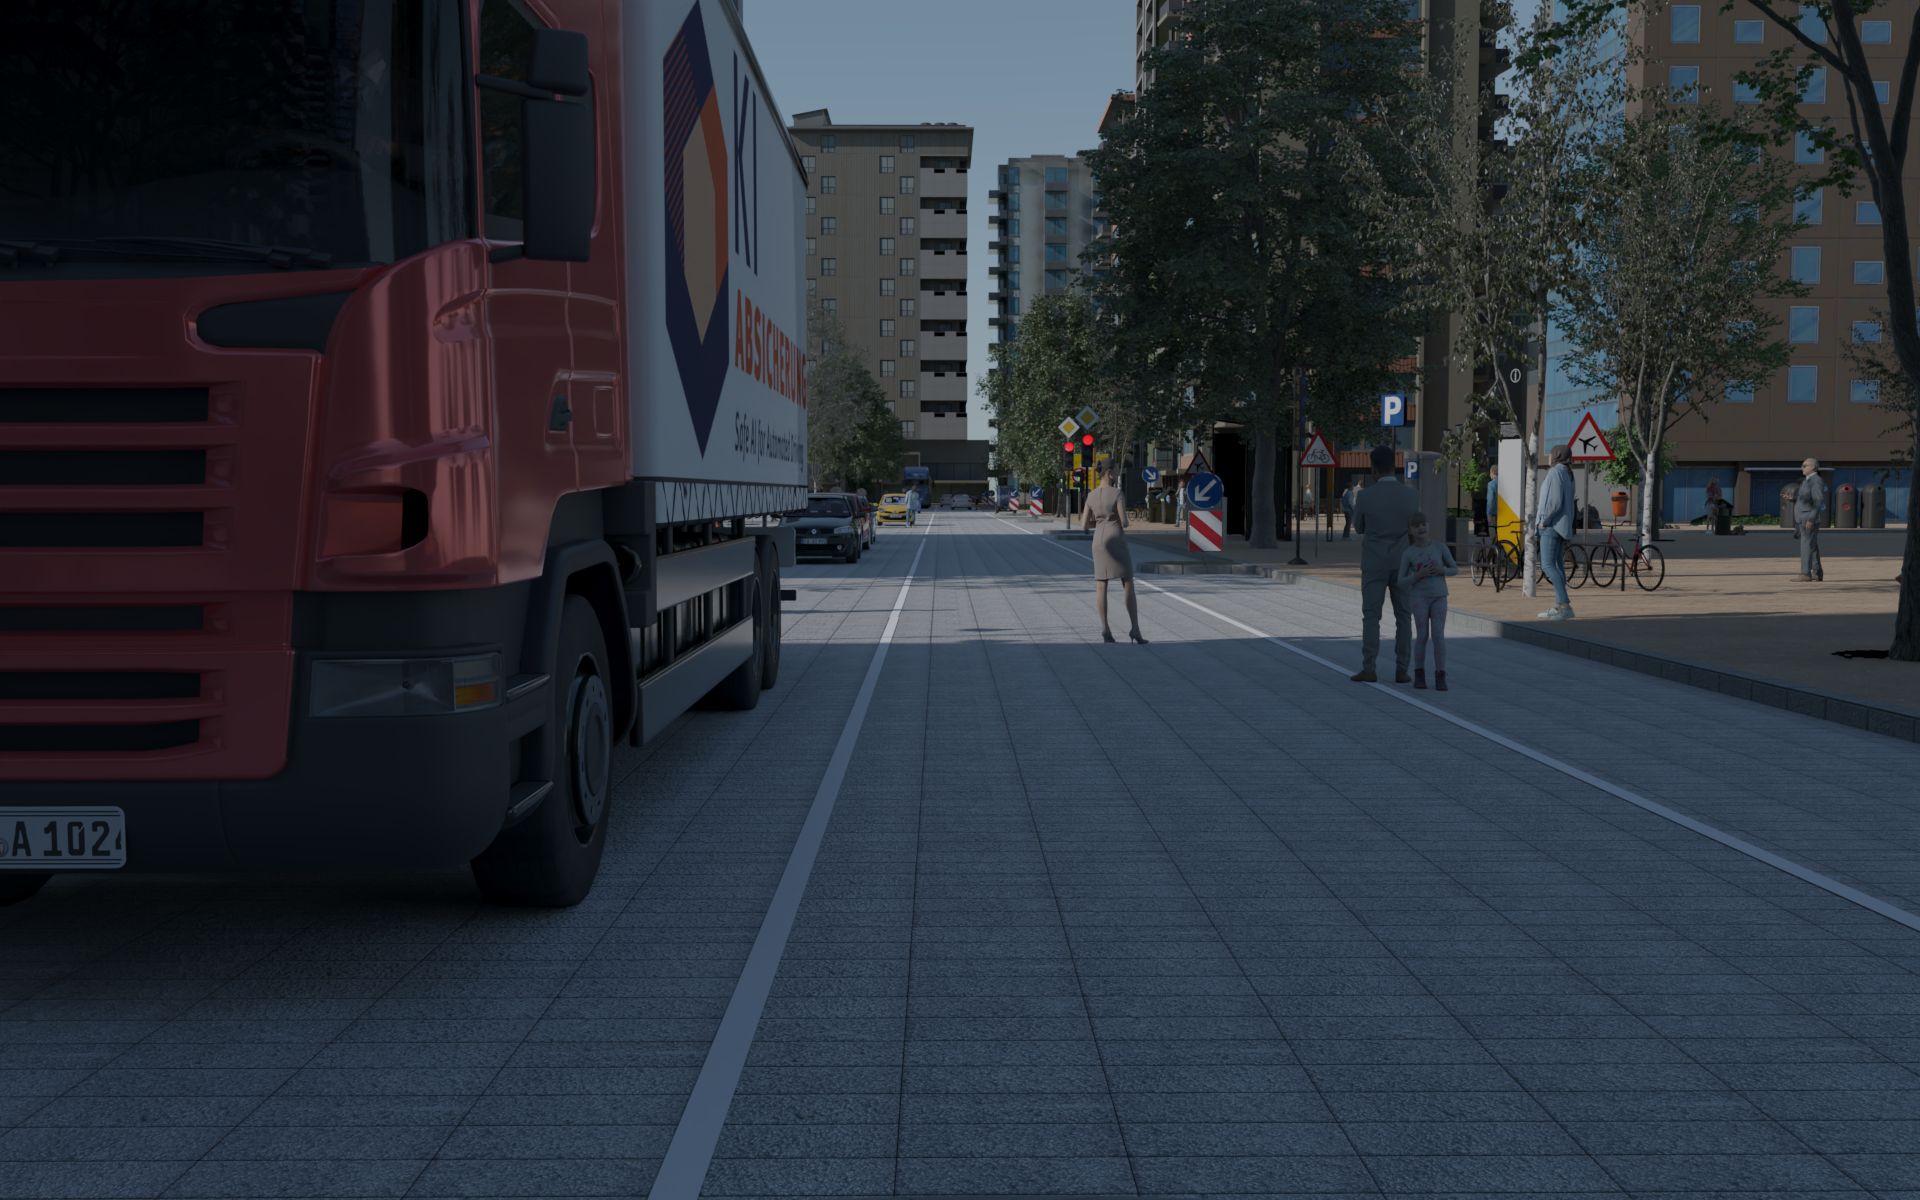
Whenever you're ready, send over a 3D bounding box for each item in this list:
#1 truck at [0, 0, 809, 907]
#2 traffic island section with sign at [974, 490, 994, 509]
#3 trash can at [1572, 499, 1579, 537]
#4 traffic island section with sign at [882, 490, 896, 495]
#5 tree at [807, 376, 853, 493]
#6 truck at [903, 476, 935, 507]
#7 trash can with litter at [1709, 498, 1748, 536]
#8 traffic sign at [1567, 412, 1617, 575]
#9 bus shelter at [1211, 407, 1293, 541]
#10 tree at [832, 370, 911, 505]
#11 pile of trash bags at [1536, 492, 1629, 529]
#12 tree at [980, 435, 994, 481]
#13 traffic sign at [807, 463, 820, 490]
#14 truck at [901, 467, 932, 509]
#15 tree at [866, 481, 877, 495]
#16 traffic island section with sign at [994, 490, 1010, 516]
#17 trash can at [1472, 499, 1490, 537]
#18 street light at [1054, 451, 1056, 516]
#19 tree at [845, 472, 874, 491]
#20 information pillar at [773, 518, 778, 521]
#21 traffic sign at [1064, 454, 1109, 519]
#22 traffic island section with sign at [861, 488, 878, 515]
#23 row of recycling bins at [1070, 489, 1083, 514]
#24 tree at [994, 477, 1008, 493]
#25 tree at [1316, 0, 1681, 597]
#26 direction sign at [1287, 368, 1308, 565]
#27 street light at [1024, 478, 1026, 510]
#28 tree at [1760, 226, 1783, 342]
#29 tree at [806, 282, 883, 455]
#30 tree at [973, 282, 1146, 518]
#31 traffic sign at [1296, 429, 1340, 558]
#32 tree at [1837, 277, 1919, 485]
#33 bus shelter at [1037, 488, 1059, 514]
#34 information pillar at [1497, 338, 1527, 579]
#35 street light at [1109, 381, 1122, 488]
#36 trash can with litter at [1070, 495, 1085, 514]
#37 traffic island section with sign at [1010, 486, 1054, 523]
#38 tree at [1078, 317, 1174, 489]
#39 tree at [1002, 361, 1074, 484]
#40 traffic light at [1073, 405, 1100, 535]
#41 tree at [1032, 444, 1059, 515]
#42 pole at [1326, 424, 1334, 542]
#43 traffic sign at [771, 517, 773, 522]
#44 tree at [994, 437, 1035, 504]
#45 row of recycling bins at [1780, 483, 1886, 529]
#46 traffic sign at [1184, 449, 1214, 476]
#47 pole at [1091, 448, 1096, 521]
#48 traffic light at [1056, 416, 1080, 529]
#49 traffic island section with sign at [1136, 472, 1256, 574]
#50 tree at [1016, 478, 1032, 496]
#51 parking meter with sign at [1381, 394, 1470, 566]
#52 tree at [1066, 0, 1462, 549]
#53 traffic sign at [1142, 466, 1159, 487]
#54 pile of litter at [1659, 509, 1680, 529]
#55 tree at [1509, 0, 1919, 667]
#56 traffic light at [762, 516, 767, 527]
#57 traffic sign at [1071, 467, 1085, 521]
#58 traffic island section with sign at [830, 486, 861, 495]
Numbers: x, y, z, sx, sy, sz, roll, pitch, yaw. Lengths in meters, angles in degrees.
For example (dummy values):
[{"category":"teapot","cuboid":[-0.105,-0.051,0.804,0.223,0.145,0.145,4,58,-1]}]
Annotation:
[{"category":"truck","cuboid":[-2.487,-1.253,9.393,2.839,4.237,11.283,0,4,0]},{"category":"traffic island section with sign","cuboid":[2.583,-11.207,191.861,1.989,1.847,2.006,0,4,-1]},{"category":"trash can","cuboid":[18.246,-2.476,52.129,0.748,1.137,0.748,0,3,0]},{"category":"traffic island section with sign","cuboid":[-7.053,-9.591,165.441,1.989,1.847,2.006,0,4,-1]},{"category":"tree","cuboid":[-8.850,-9.691,108.804,4.360,8.622,3.978,0,3,0]},{"category":"truck","cuboid":[-4.478,-11.884,190.232,3.469,3.379,9.791,0,4,0]},{"category":"trash can with litter","cuboid":[23.886,-2.593,53.790,1.055,1.170,0.624,-1,4,-11]},{"category":"traffic sign","cuboid":[9.919,-1.678,27.434,0.884,2.594,0.081,0,4,7]},{"category":"bus shelter","cuboid":[8.225,-3.589,49.964,1.731,3.624,6.357,0,4,0]},{"category":"tree","cuboid":[-9.081,-14.612,157.036,7.486,12.596,7.792,0,3,0]},{"category":"pile of trash bags","cuboid":[22.836,-3.281,63.396,3.447,1.369,1.912,-1,4,-9]},{"category":"tree","cuboid":[4.514,-16.036,212.555,4.737,8.622,4.395,0,3,0]},{"category":"traffic sign","cuboid":[-10.301,-7.297,113.174,2.265,3.308,0.079,0,4,4]},{"category":"truck","cuboid":[-4.471,-11.370,175.661,2.967,4.110,18.799,0,4,-2]},{"category":"tree","cuboid":[-10.521,-12.827,204.327,1.663,3.219,1.824,0,3,0]},{"category":"traffic island section with sign","cuboid":[3.412,-6.470,114.419,1.989,1.847,2.006,0,4,-1]},{"category":"trash can","cuboid":[15.729,-2.464,51.946,0.748,1.137,0.748,0,3,0]},{"category":"street light","cuboid":[5.604,-7.902,101.979,0.468,5.910,1.993,0,4,-1]},{"category":"tree","cuboid":[-10.334,-11.870,177.794,4.285,4.588,4.351,0,3,0]},{"category":"information pillar","cuboid":[-8.876,-5.628,83.366,0.504,3.616,0.183,2,4,32]},{"category":"traffic sign","cuboid":[6.375,-5.708,87.192,2.265,3.308,0.079,0,4,6]},{"category":"traffic island section with sign","cuboid":[-6.514,-6.544,115.627,1.989,1.847,2.006,0,4,-1]},{"category":"row of recycling bins","cuboid":[7.686,-6.582,114.725,1.069,1.692,3.534,0,4,2]},{"category":"tree","cuboid":[4.573,-12.274,195.275,1.663,3.219,1.824,0,3,0]},{"category":"tree","cuboid":[6.919,-4.350,21.493,4.360,8.622,3.978,0,3,0]},{"category":"direction sign","cuboid":[6.157,-2.414,31.467,0.379,3.537,0.876,2,4,23]},{"category":"street light","cuboid":[5.156,-10.078,137.566,0.468,5.910,1.993,0,4,-1]},{"category":"tree","cuboid":[12.797,-4.987,31.901,4.360,8.622,3.978,0,3,0]},{"category":"tree","cuboid":[-9.486,-11.601,100.041,12.009,13.543,11.850,0,3,0]},{"category":"tree","cuboid":[5.552,-10.845,94.321,9.611,12.733,9.660,0,3,0]},{"category":"traffic sign","cuboid":[7.195,-2.132,34.859,0.884,2.594,0.081,0,4,3]},{"category":"tree","cuboid":[26.707,-5.942,47.508,4.360,8.622,3.978,0,3,0]},{"category":"bus shelter","cuboid":[5.725,-7.459,113.243,1.731,3.624,6.357,0,4,-1]},{"category":"information pillar","cuboid":[8.384,-2.136,26.282,0.183,3.616,0.504,-2,4,-26]},{"category":"street light","cuboid":[5.971,-5.707,66.091,0.468,5.910,1.993,0,4,-1]},{"category":"trash can with litter","cuboid":[7.805,-6.100,110.796,1.678,1.210,2.233,1,4,10]},{"category":"traffic island section with sign","cuboid":[3.699,-4.822,87.465,1.989,1.847,2.006,0,4,-1]},{"category":"tree","cuboid":[6.693,-7.389,71.173,4.360,8.622,3.978,0,3,0]},{"category":"tree","cuboid":[6.788,-12.978,130.315,7.486,12.596,7.792,0,3,0]},{"category":"traffic light","cuboid":[4.000,-4.027,54.769,0.839,4.253,0.868,0,4,-1]},{"category":"tree","cuboid":[5.613,-7.482,106.052,4.285,4.588,4.351,0,3,0]},{"category":"pole","cuboid":[9.958,-3.224,46.549,0.158,3.312,0.155,0,3,0]},{"category":"traffic sign","cuboid":[-8.554,-4.816,78.851,0.768,2.556,0.104,0,4,0]},{"category":"tree","cuboid":[5.869,-11.706,141.757,4.737,8.622,4.395,0,3,0]},{"category":"row of recycling bins","cuboid":[32.724,-3.539,64.969,3.534,1.692,1.069,1,4,19]},{"category":"traffic sign","cuboid":[6.876,-3.051,49.893,0.884,2.594,0.081,0,3,0]},{"category":"pole","cuboid":[5.936,-5.084,76.967,0.158,3.312,0.155,0,3,0]},{"category":"traffic light","cuboid":[3.915,-4.516,62.754,0.839,4.253,0.868,0,4,-1]},{"category":"traffic island section with sign","cuboid":[4.289,-1.422,31.878,1.989,1.847,2.006,0,4,-1]},{"category":"tree","cuboid":[5.973,-9.914,156.695,1.663,3.219,1.824,0,3,0]},{"category":"parking meter with sign","cuboid":[8.316,-2.114,30.818,1.738,3.016,0.543,-2,4,-30]},{"category":"tree","cuboid":[7.279,-8.196,40.656,9.857,13.997,8.962,0,3,0]},{"category":"traffic sign","cuboid":[8.706,-4.835,79.154,0.768,2.556,0.104,0,4,4]},{"category":"pile of litter","cuboid":[25.751,-3.032,63.535,1.176,0.858,1.719,1,4,11]},{"category":"tree","cuboid":[7.299,-5.332,12.927,9.928,11.665,9.643,0,3,0]},{"category":"traffic light","cuboid":[-6.160,-4.020,54.645,0.839,4.253,0.868,0,4,-1]},{"category":"traffic sign","cuboid":[5.690,-5.045,82.593,0.768,2.556,0.104,0,4,4]},{"category":"traffic island section with sign","cuboid":[-6.233,-4.861,88.107,1.989,1.847,2.006,0,4,-1]}]
